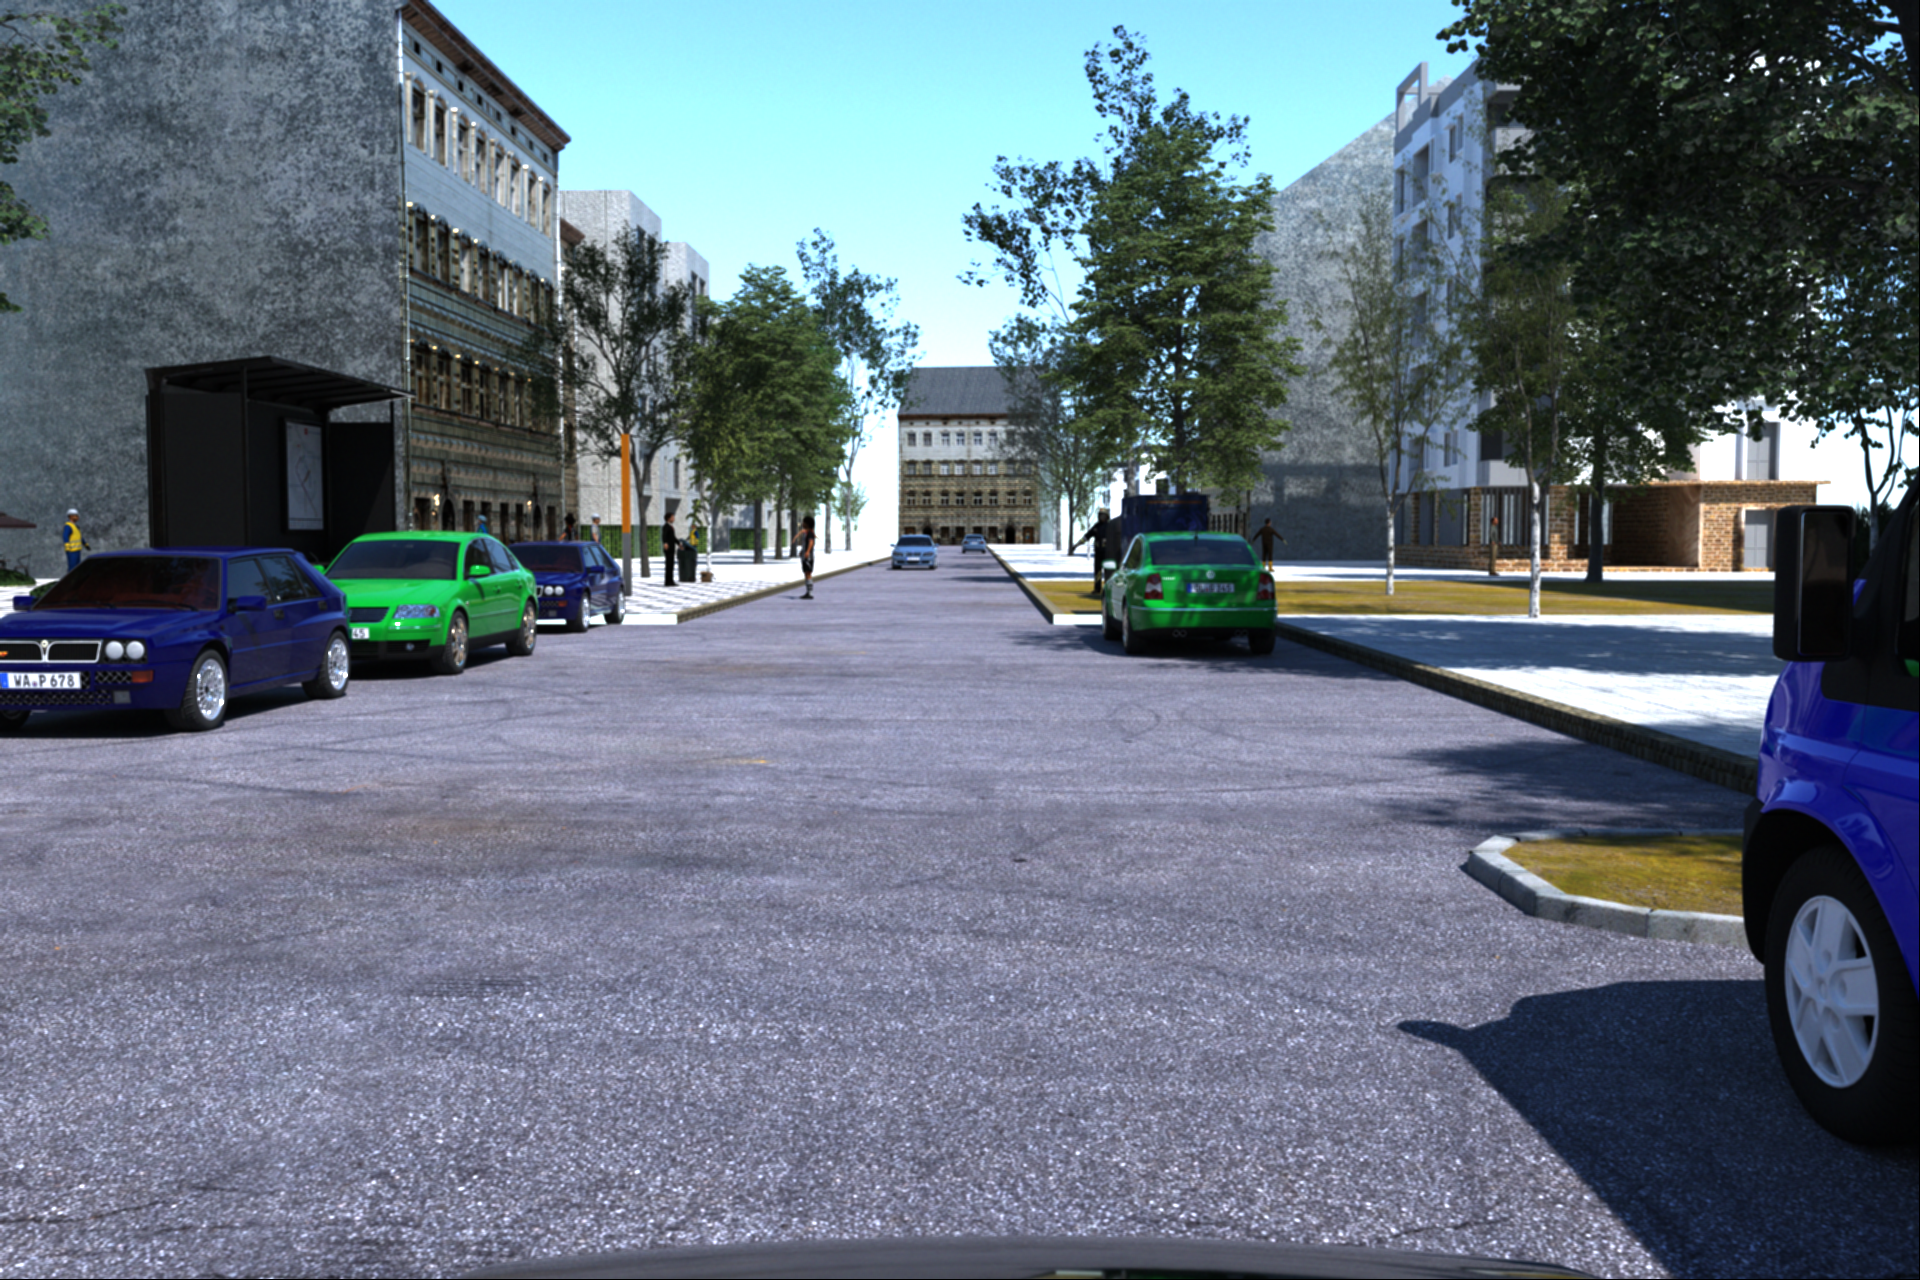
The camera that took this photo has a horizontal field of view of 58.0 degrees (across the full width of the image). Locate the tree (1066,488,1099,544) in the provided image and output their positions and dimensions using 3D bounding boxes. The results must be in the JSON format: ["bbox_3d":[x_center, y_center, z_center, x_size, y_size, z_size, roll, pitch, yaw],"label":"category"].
[{"bbox_3d":[15.640,-16.569,221.260,4.737,8.622,4.395,0,3,0],"label":"tree"}]

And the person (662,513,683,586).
[{"bbox_3d":[-7.107,-2.224,42.554,0.705,1.806,1.347,0,4,7],"label":"person"}]

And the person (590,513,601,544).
[{"bbox_3d":[-9.870,-2.522,47.091,0.705,1.847,1.347,-1,4,-11],"label":"person"}]

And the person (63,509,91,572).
[{"bbox_3d":[-19.434,-1.961,38.036,0.705,1.833,1.349,-1,4,-9],"label":"person"}]

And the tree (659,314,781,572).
[{"bbox_3d":[-8.442,-6.656,59.186,4.737,8.622,4.395,0,3,0],"label":"tree"}]

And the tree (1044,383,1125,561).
[{"bbox_3d":[6.309,-8.141,83.471,4.360,8.622,3.978,0,3,0],"label":"tree"}]

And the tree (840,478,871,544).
[{"bbox_3d":[-13.677,-16.833,225.573,4.737,8.622,4.395,0,3,0],"label":"tree"}]

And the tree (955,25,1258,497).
[{"bbox_3d":[5.755,-12.948,67.596,12.611,20.169,13.585,0,3,0],"label":"tree"}]

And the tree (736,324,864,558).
[{"bbox_3d":[-9.100,-10.744,93.788,7.486,12.596,7.792,0,3,0],"label":"tree"}]

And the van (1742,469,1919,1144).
[{"bbox_3d":[2.972,0.125,2.335,2.240,2.365,5.245,0,4,-1],"label":"van"}]

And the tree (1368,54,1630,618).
[{"bbox_3d":[9.017,-4.649,26.370,4.360,8.622,3.978,0,3,0],"label":"tree"}]

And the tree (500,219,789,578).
[{"bbox_3d":[-9.268,-7.124,50.893,8.767,10.594,7.601,-1,4,-10],"label":"tree"}]

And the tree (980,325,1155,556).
[{"bbox_3d":[6.492,-11.571,99.563,12.009,13.543,11.850,0,3,0],"label":"tree"}]

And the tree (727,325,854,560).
[{"bbox_3d":[-8.791,-9.741,85.013,9.928,11.665,9.643,0,3,0],"label":"tree"}]

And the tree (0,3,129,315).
[{"bbox_3d":[-12.253,-6.587,14.355,9.857,13.997,8.962,0,3,0],"label":"tree"}]

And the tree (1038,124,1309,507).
[{"bbox_3d":[6.041,-8.012,49.125,7.486,12.596,7.792,0,3,0],"label":"tree"}]

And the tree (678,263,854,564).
[{"bbox_3d":[-8.258,-9.450,72.630,7.486,12.596,7.792,0,3,0],"label":"tree"}]

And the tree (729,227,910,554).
[{"bbox_3d":[-9.401,-15.541,109.992,12.611,20.169,13.585,0,3,0],"label":"tree"}]

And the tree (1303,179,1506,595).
[{"bbox_3d":[9.095,-5.269,36.514,4.360,8.622,3.978,0,3,0],"label":"tree"}]

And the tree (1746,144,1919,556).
[{"bbox_3d":[16.780,-4.982,31.810,4.737,8.622,4.395,0,3,0],"label":"tree"}]

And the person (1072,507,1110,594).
[{"bbox_3d":[3.052,-1.918,37.136,1.354,1.856,0.705,2,4,28],"label":"person"}]

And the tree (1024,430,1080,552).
[{"bbox_3d":[6.571,-10.397,120.351,4.360,8.622,3.978,0,3,0],"label":"tree"}]

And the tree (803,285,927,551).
[{"bbox_3d":[-8.397,-16.789,130.390,12.611,20.169,13.585,0,3,0],"label":"tree"}]

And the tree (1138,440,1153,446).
[{"bbox_3d":[24.481,-19.174,223.871,12.009,13.543,11.850,0,3,0],"label":"tree"}]

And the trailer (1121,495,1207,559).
[{"bbox_3d":[3.066,-1.221,27.006,1.471,1.999,3.904,0,4,-1],"label":"trailer"}]

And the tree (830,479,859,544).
[{"bbox_3d":[-14.916,-16.536,220.725,4.737,8.622,4.395,0,3,0],"label":"tree"}]

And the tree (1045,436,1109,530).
[{"bbox_3d":[6.956,-9.859,111.556,4.360,8.622,3.978,0,3,0],"label":"tree"}]

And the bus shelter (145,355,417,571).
[{"bbox_3d":[-9.916,-2.118,25.909,1.731,3.624,6.357,0,3,0],"label":"bus shelter"}]

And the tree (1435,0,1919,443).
[{"bbox_3d":[9.031,-6.652,15.421,9.857,13.997,8.962,0,3,0],"label":"tree"}]

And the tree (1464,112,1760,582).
[{"bbox_3d":[17.133,-7.827,46.102,7.486,12.596,7.792,0,3,0],"label":"tree"}]

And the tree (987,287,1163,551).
[{"bbox_3d":[8.733,-16.834,131.118,12.611,20.169,13.585,0,3,0],"label":"tree"}]
